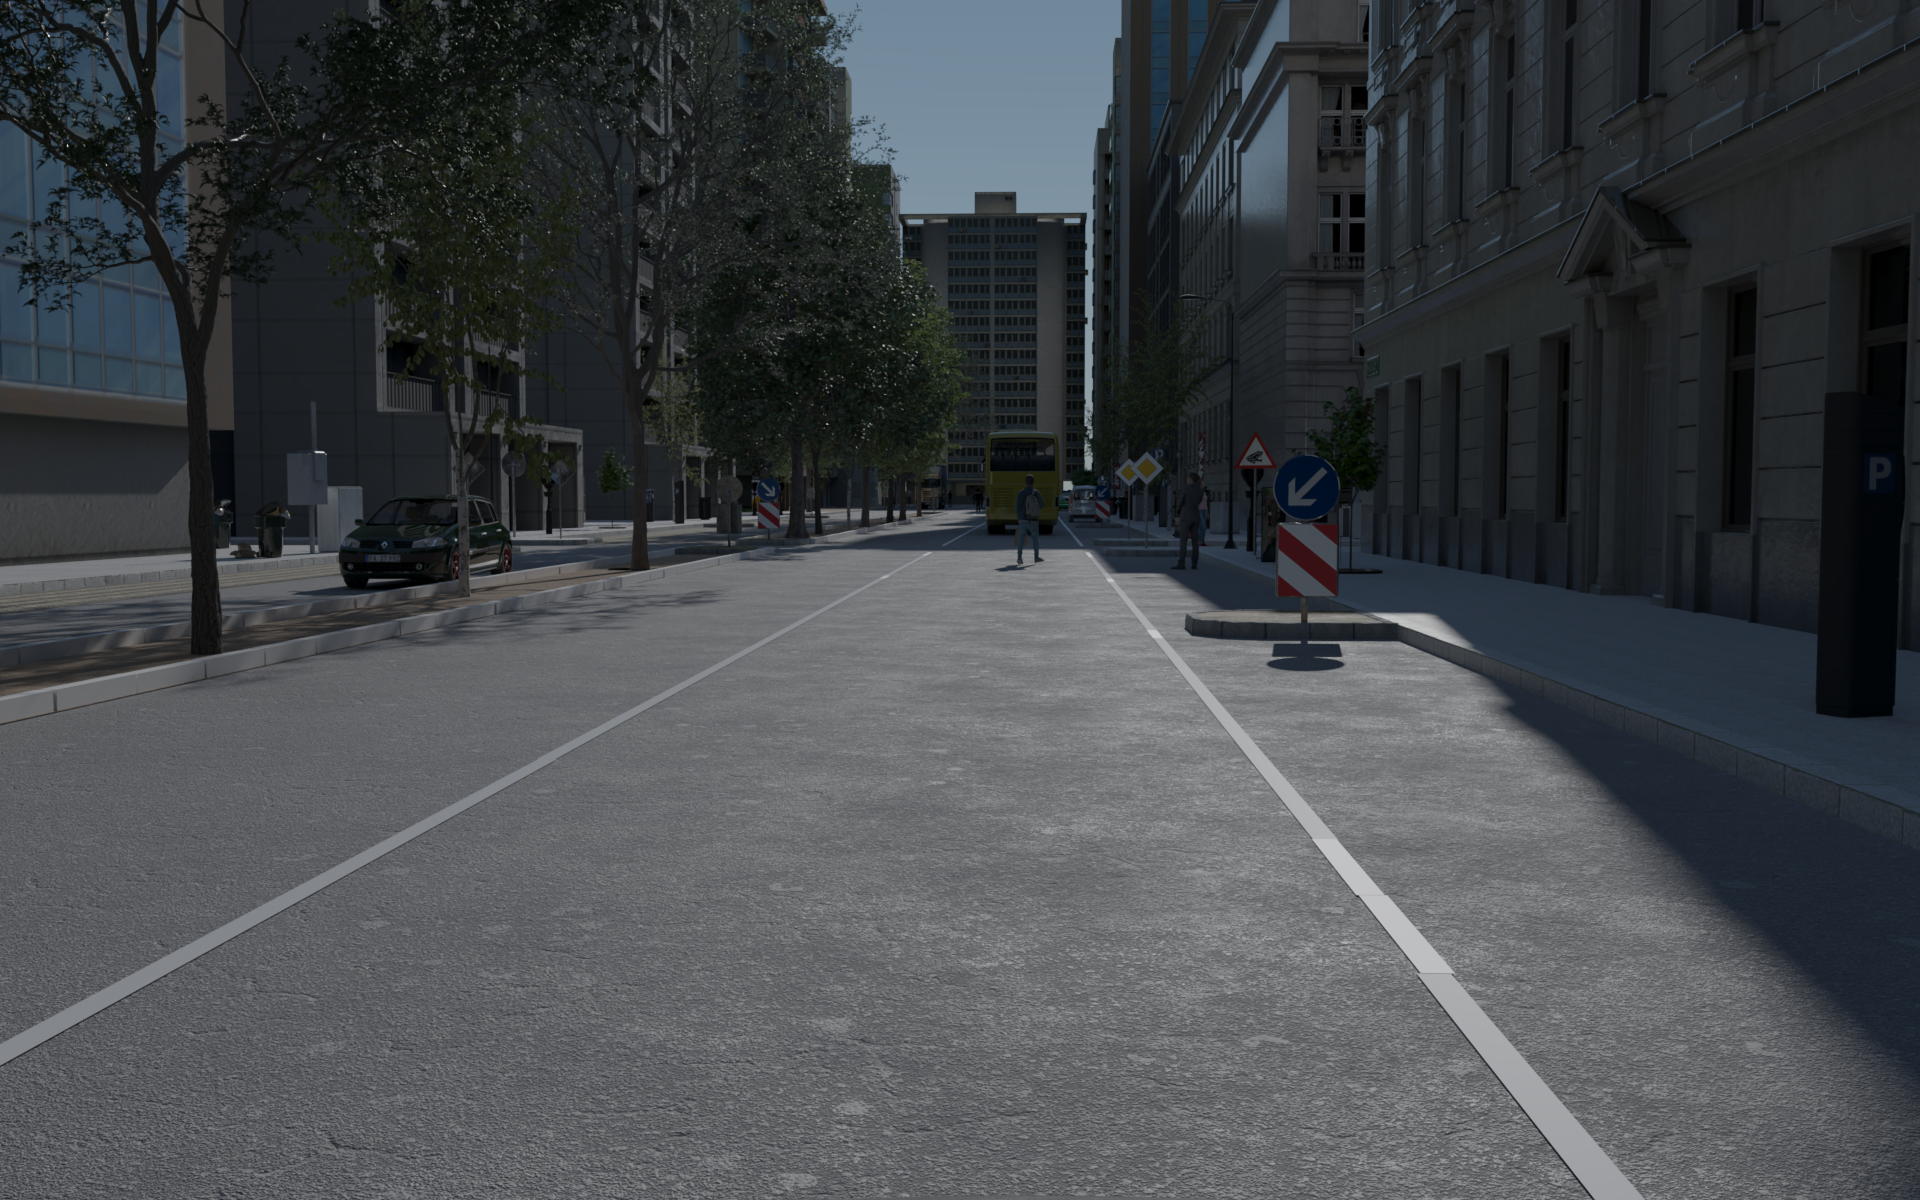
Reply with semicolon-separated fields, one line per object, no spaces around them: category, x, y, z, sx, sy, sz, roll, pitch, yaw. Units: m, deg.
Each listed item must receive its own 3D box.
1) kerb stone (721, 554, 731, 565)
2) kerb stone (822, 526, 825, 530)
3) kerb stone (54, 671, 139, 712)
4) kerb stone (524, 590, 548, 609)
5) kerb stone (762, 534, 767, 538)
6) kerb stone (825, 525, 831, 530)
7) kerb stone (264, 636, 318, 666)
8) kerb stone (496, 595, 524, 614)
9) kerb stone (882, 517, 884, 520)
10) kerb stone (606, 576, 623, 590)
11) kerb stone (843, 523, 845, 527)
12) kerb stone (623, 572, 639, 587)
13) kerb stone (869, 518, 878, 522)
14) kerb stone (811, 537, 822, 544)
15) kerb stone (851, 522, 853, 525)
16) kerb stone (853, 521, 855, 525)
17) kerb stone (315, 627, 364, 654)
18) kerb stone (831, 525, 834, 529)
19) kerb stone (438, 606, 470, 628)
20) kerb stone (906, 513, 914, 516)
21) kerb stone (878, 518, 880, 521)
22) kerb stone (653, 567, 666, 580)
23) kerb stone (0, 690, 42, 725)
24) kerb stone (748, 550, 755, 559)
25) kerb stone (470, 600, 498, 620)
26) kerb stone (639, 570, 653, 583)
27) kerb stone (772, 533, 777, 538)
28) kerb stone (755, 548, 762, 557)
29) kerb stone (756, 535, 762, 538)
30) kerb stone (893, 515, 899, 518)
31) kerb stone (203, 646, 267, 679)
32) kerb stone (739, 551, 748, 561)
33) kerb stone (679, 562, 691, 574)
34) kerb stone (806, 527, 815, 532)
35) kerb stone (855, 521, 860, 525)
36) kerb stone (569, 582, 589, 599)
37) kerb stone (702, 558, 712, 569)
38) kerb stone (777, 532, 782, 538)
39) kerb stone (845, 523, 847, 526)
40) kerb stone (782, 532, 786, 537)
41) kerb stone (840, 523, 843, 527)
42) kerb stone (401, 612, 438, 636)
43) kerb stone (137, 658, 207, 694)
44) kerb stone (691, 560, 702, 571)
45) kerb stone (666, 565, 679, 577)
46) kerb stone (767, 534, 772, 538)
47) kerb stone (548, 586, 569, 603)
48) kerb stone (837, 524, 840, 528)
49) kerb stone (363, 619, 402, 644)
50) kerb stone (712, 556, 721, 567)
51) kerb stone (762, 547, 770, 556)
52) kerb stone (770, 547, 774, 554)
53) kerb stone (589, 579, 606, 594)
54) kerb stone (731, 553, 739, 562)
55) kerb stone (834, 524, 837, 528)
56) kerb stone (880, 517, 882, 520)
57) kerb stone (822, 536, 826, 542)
kerb stone;-4.886;-0.808;35.409;0.120;0.150;1.000;0;4;3
kerb stone;-5.511;-2.789;67.800;0.120;0.150;1.000;0;4;3
kerb stone;-5.962;0.632;11.866;0.120;0.150;1.000;0;4;3
kerb stone;-5.489;0.007;22.084;0.120;0.150;1.000;0;4;3
kerb stone;-6.170;-1.909;53.450;0.120;0.150;1.000;0;4;3
kerb stone;-5.432;-2.914;69.843;0.120;0.150;1.000;0;4;3
kerb stone;-5.820;0.445;14.929;0.120;0.150;1.000;0;4;3
kerb stone;-5.537;0.069;21.063;0.120;0.150;1.000;0;4;3
kerb stone;-4.362;-4.354;93.408;0.120;0.150;1.000;0;4;3
kerb stone;-5.307;-0.243;26.171;0.120;0.150;1.000;0;4;3
kerb stone;-5.193;-3.222;74.974;0.120;0.150;1.000;0;4;3
kerb stone;-5.252;-0.306;27.195;0.120;0.150;1.000;0;4;3
kerb stone;-4.492;-4.163;90.333;0.120;0.150;1.000;0;4;3
kerb stone;-4.201;-1.717;50.282;0.120;0.150;1.000;0;4;3
kerb stone;-5.054;-3.416;78.053;0.120;0.150;1.000;0;4;3
kerb stone;-5.007;-3.471;79.080;0.120;0.150;1.000;0;4;3
kerb stone;-5.773;0.382;15.956;0.120;0.150;1.000;0;4;3
kerb stone;-5.371;-2.977;70.867;0.120;0.150;1.000;0;4;3
kerb stone;-5.637;0.200;19.022;0.120;0.150;1.000;0;4;3
kerb stone;-3.327;-5.728;115.918;0.120;0.150;1.000;0;4;3
kerb stone;-4.446;-4.230;91.362;0.120;0.150;1.000;0;4;3
kerb stone;-5.172;-0.432;29.252;0.120;0.150;1.000;0;4;3
kerb stone;-6.014;0.694;10.845;0.120;0.150;1.000;0;4;3
kerb stone;-4.753;-0.992;38.481;0.120;0.150;1.000;0;4;3
kerb stone;-5.594;0.138;20.043;0.120;0.150;1.000;0;4;3
kerb stone;-5.222;-0.368;28.224;0.120;0.150;1.000;0;4;3
kerb stone;-6.078;-2.036;55.493;0.120;0.150;1.000;0;4;3
kerb stone;-4.706;-1.055;39.506;0.120;0.150;1.000;0;4;3
kerb stone;-6.218;-1.842;52.429;0.120;0.150;1.000;0;4;3
kerb stone;-3.849;-5.041;104.669;0.120;0.150;1.000;0;4;3
kerb stone;-5.868;0.508;13.908;0.120;0.150;1.000;0;4;3
kerb stone;-4.791;-0.934;37.460;0.120;0.150;1.000;0;4;3
kerb stone;-5.070;-0.557;31.312;0.120;0.150;1.000;0;4;3
kerb stone;-5.656;-2.601;64.727;0.120;0.150;1.000;0;4;3
kerb stone;-4.908;-3.605;81.136;0.120;0.150;1.000;0;4;3
kerb stone;-5.398;-0.118;24.127;0.120;0.150;1.000;0;4;3
kerb stone;-4.984;-0.683;33.360;0.120;0.150;1.000;0;4;3
kerb stone;-6.033;-2.099;56.518;0.120;0.150;1.000;0;4;3
kerb stone;-5.150;-3.291;75.999;0.120;0.150;1.000;0;4;3
kerb stone;-5.983;-2.162;57.546;0.120;0.150;1.000;0;4;3
kerb stone;-5.241;-3.160;73.953;0.120;0.150;1.000;0;4;3
kerb stone;-5.684;0.257;17.998;0.120;0.150;1.000;0;4;3
kerb stone;-5.919;0.572;12.887;0.120;0.150;1.000;0;4;3
kerb stone;-5.028;-0.618;32.334;0.120;0.150;1.000;0;4;3
kerb stone;-5.116;-0.494;30.275;0.120;0.150;1.000;0;4;3
kerb stone;-6.126;-1.969;54.471;0.120;0.150;1.000;0;4;3
kerb stone;-5.442;-0.056;23.105;0.120;0.150;1.000;0;4;3
kerb stone;-5.286;-3.094;72.918;0.120;0.150;1.000;0;4;3
kerb stone;-5.735;0.323;16.977;0.120;0.150;1.000;0;4;3
kerb stone;-4.943;-0.746;34.387;0.120;0.150;1.000;0;4;3
kerb stone;-4.653;-1.121;40.532;0.120;0.150;1.000;0;4;3
kerb stone;-4.609;-1.184;41.553;0.120;0.150;1.000;0;4;3
kerb stone;-5.359;-0.176;25.151;0.120;0.150;1.000;0;4;3
kerb stone;-4.839;-0.869;36.435;0.120;0.150;1.000;0;4;3
kerb stone;-5.325;-3.037;71.896;0.120;0.150;1.000;0;4;3
kerb stone;-4.397;-4.291;92.383;0.120;0.150;1.000;0;4;3
kerb stone;-4.169;-1.780;51.305;0.120;0.150;1.000;0;4;3
